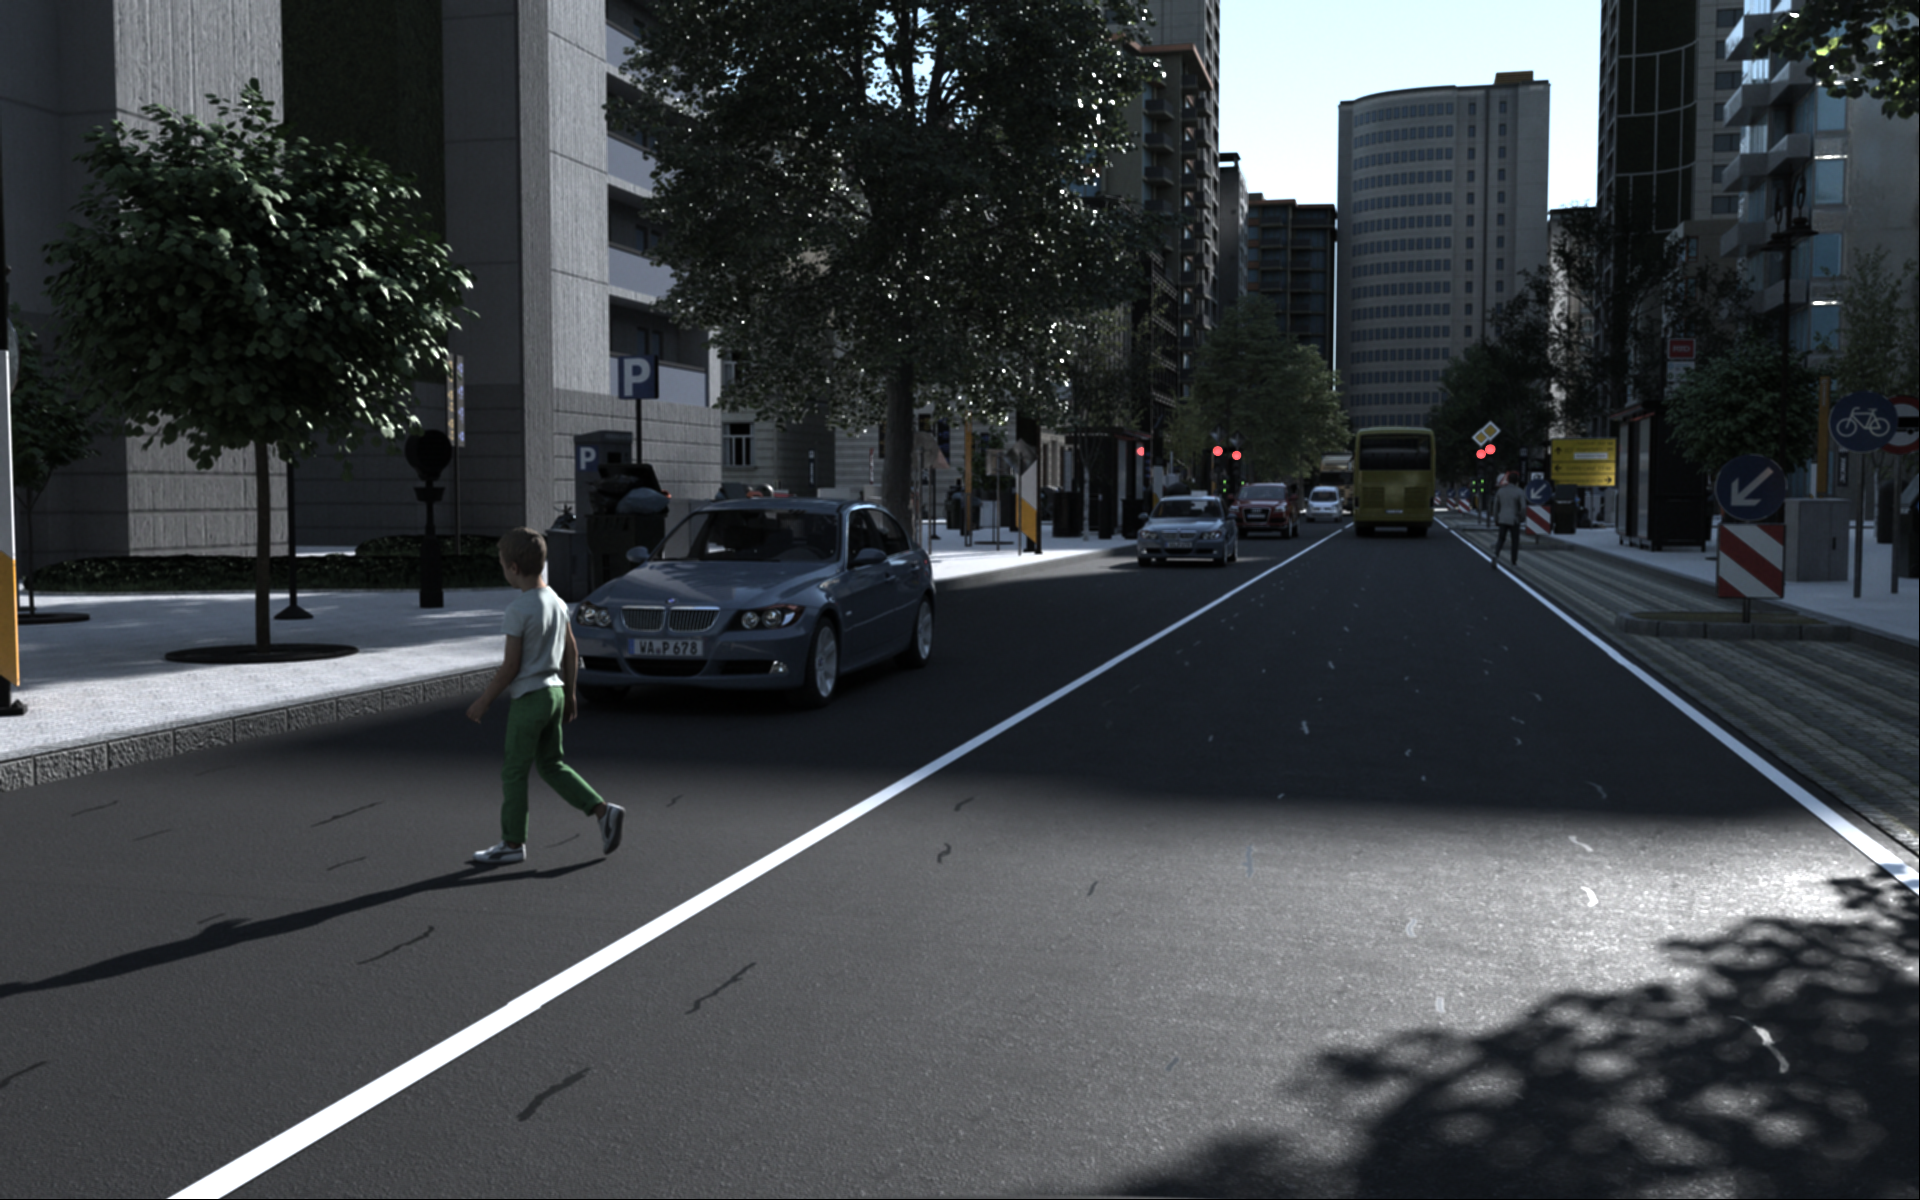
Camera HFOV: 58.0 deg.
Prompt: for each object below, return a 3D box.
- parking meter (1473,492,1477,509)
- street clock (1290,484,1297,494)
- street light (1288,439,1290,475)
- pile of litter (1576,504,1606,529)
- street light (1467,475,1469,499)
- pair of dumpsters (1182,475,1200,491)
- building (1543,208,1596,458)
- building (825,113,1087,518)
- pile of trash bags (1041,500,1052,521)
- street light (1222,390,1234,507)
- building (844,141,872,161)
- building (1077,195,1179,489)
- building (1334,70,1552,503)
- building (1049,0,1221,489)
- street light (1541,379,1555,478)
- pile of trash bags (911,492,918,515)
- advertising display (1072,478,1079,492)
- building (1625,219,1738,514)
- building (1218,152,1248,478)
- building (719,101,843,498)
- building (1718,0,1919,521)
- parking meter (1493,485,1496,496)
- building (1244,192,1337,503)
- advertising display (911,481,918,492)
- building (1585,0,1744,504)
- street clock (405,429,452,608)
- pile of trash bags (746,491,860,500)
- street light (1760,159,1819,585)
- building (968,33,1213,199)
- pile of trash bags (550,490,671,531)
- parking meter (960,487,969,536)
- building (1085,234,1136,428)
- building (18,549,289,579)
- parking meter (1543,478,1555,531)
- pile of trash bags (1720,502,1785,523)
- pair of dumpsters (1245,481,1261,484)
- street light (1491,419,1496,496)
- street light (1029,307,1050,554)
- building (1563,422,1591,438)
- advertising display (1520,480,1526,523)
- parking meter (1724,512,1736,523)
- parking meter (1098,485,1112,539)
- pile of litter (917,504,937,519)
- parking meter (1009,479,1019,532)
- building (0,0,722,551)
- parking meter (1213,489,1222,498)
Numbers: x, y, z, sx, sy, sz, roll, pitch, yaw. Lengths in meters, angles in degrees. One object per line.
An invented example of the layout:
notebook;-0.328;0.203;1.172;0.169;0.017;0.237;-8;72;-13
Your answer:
parking meter;43.049;-8.348;144.900;0.372;1.533;0.369;0;3;0
street clock;23.856;-7.295;123.840;0.471;2.002;0.358;-2;4;-28
street light;22.468;-8.895;118.218;0.468;5.910;1.993;1;4;14
pile of litter;23.566;-3.120;64.976;1.176;0.858;1.719;0;4;6
street light;42.730;-10.572;145.644;0.468;5.910;1.993;1;4;14
pair of dumpsters;11.016;-5.141;86.546;1.574;2.255;4.437;1;4;14
building;88.064;-33.967;238.951;14.086;41.232;14.154;1;4;14
building;0.577;-16.187;100.821;11.583;22.565;21.152;1;4;14
pile of trash bags;2.907;-4.410;81.852;3.447;1.369;1.912;-2;4;-28
street light;11.916;-6.380;77.096;0.468;5.910;1.993;1;4;14
building;-8.281;-34.225;214.209;28.867;44.769;22.147;1;4;14
building;10.212;-18.827;137.501;12.332;23.373;15.834;1;4;14
building;68.043;-43.114;246.915;28.212;58.520;21.231;1;4;14
building;20.141;-46.083;191.716;20.563;71.187;20.611;1;4;14
street light;22.098;-5.650;65.167;0.468;5.910;1.993;1;4;14
pile of trash bags;-2.940;-3.661;69.612;3.447;1.369;1.912;3;4;36
advertising display;4.897;-3.992;70.484;0.123;1.923;0.974;3;5;40
building;62.638;-16.836;120.310;27.650;21.520;28.899;1;4;14
building;27.444;-32.198;210.035;14.086;41.232;14.154;1;4;14
building;-21.948;-16.572;104.240;30.059;22.955;16.112;1;4;14
building;55.716;-28.698;88.828;30.456;49.044;23.786;1;4;14
parking meter;34.120;-6.433;110.893;0.255;1.863;0.399;2;4;28
building;40.489;-36.706;254.768;28.867;44.769;22.147;1;4;14
advertising display;-2.437;-4.838;84.309;0.974;1.923;0.123;-1;4;-21
building;69.507;-44.315;162.809;20.563;71.187;20.611;1;4;14
street clock;-5.972;-0.914;19.515;0.358;2.002;0.471;3;5;40
pile of trash bags;-4.956;-2.656;53.176;3.447;1.369;1.912;-2;4;-25
street light;11.597;-3.154;24.361;0.468;5.910;1.993;1;4;14
building;12.615;-31.458;168.955;22.147;44.769;28.867;1;4;14
pile of trash bags;-7.767;-1.825;39.598;1.912;1.369;3.447;2;4;28
parking meter;0.194;-2.744;53.268;0.372;1.533;0.369;0;3;0
building;6.056;-16.613;120.772;9.793;20.994;18.267;1;4;14
building;-25.188;-29.072;17.332;21.231;58.520;28.212;1;4;14
parking meter;20.765;-3.385;61.061;0.399;1.863;0.255;2;4;26
pile of trash bags;28.500;-3.127;60.882;3.447;1.369;1.912;1;4;13
pair of dumpsters;20.890;-7.389;123.302;1.574;2.255;4.437;1;4;14
street light;32.339;-8.099;105.200;0.468;5.910;1.993;1;4;14
street light;1.682;-3.918;36.849;0.468;5.910;1.993;1;4;14
building;78.068;-53.460;186.743;22.319;86.520;31.000;1;4;14
advertising display;25.043;-4.394;77.056;0.123;1.923;0.974;1;4;23
parking meter;26.278;-3.097;59.047;0.372;1.533;0.369;0;3;0
parking meter;4.140;-2.507;49.400;0.372;1.533;0.369;0;3;0
pile of litter;-1.948;-4.513;87.750;1.719;0.858;1.176;2;4;33
parking meter;1.897;-3.264;59.073;0.399;1.863;0.255;1;4;10
building;-22.316;-31.250;52.929;28.212;58.520;21.231;1;4;14
parking meter;11.675;-4.290;78.545;0.372;1.533;0.369;0;3;0
